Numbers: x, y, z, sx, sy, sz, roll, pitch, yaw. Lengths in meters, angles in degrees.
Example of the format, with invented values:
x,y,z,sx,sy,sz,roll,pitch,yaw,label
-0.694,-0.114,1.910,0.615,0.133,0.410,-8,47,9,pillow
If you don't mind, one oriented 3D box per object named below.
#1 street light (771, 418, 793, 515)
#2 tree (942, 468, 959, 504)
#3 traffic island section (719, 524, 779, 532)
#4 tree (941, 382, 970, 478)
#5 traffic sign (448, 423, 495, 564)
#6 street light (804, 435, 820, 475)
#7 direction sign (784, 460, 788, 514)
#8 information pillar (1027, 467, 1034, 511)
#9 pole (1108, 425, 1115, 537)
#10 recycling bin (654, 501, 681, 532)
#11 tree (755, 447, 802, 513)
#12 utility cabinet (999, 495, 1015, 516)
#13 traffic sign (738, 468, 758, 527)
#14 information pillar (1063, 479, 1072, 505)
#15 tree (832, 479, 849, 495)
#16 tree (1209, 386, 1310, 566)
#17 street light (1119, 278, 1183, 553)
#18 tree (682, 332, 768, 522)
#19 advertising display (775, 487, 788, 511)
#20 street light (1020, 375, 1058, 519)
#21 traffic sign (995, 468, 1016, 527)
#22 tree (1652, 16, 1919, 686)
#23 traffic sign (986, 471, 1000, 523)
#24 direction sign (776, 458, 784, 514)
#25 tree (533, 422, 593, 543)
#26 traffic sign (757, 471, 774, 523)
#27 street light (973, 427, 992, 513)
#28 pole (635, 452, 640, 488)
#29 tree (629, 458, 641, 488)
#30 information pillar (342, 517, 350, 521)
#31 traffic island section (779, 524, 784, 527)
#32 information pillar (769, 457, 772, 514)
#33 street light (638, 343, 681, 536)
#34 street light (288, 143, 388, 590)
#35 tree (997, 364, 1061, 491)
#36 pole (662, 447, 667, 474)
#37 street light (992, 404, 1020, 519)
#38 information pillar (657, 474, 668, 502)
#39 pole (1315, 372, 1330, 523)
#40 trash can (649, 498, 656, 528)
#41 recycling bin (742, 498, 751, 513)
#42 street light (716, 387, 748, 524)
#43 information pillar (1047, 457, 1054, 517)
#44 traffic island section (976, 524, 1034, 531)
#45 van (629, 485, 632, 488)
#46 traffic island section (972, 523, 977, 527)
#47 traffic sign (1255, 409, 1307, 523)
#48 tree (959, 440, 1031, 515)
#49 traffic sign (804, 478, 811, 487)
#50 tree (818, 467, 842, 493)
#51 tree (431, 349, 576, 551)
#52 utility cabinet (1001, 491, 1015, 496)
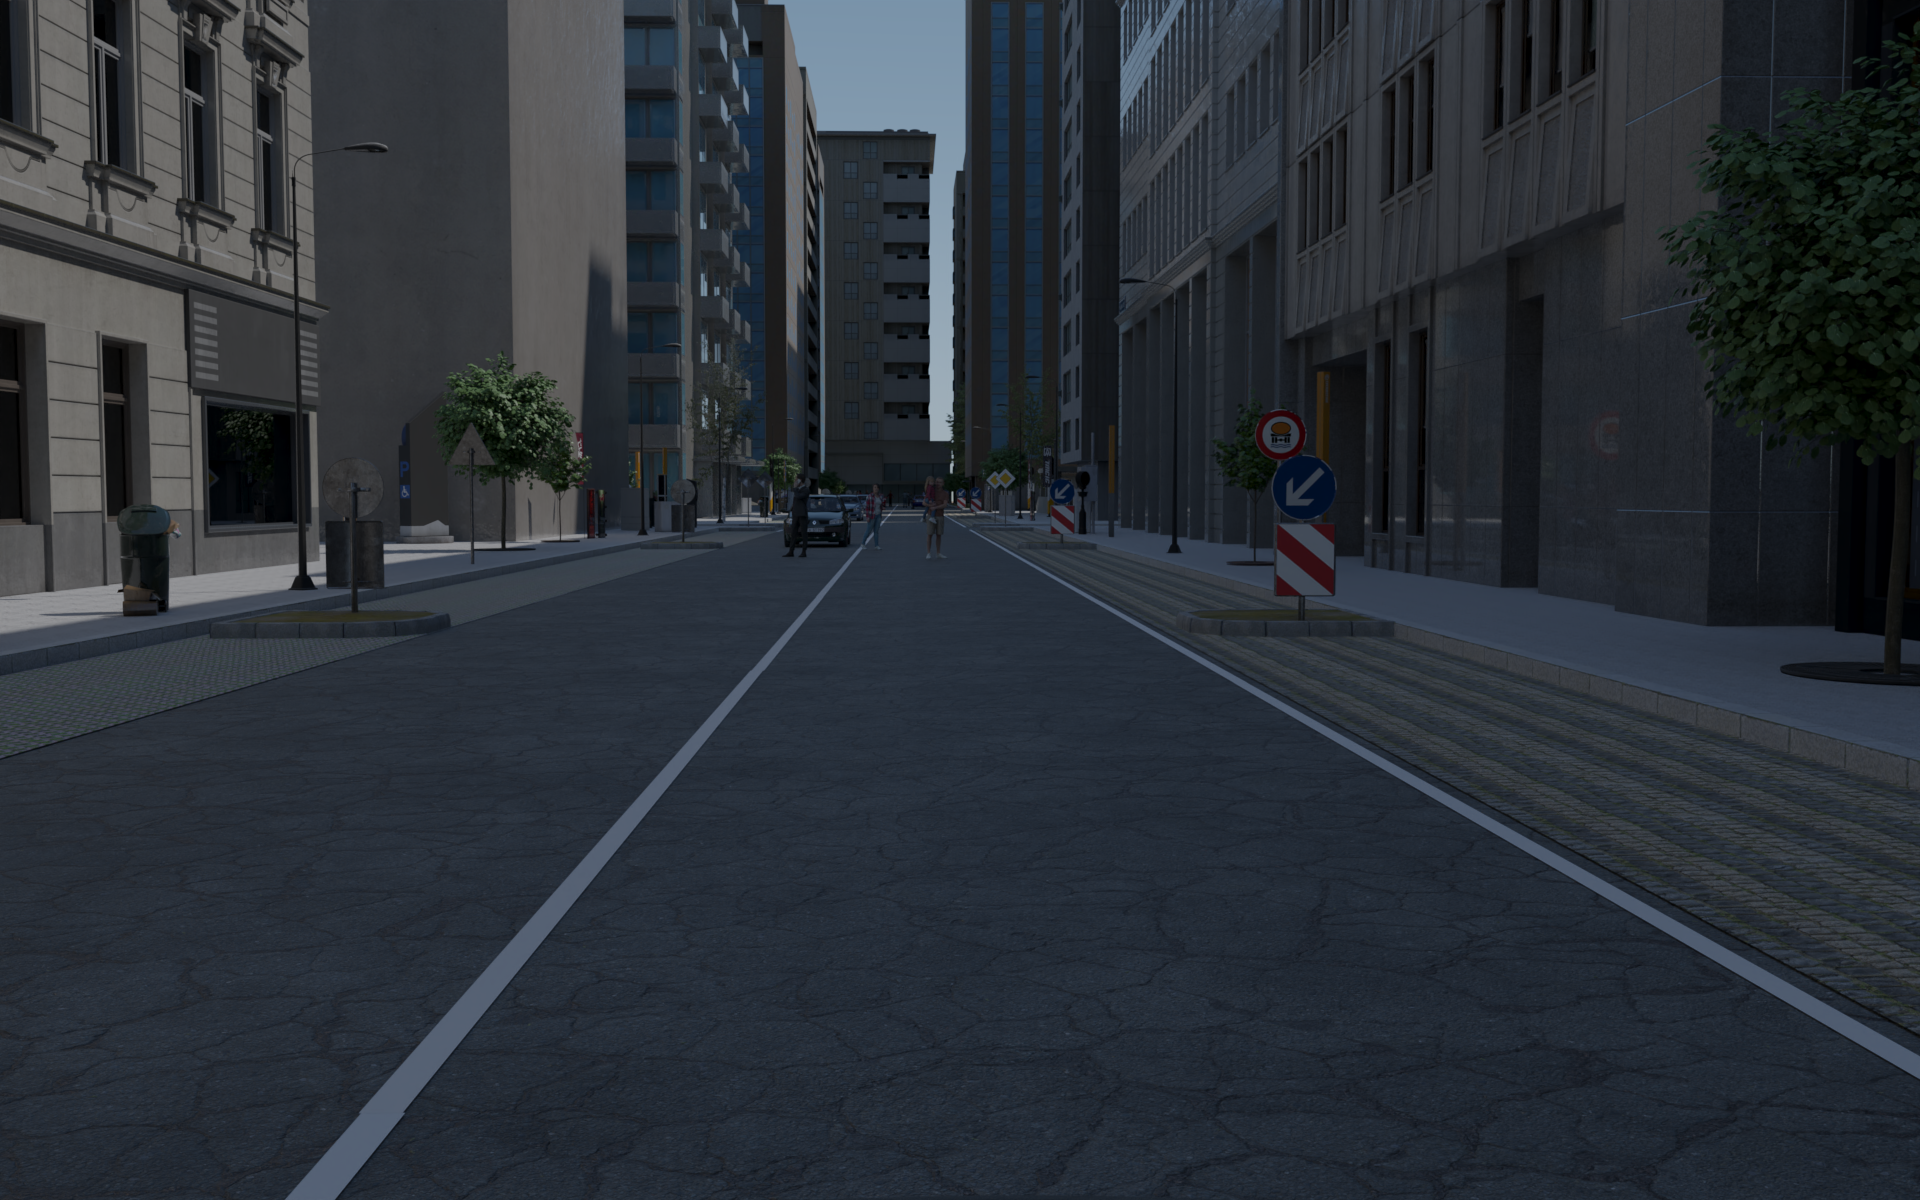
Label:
x,y,z,sx,sy,sz,roll,pitch,yaw,label
-10.902,-8.166,106.047,1.470,5.913,1.316,0,4,-2,street light
0.670,-11.557,172.676,4.285,4.588,4.351,0,3,0,tree
-8.282,-2.774,67.643,2.009,0.180,2.903,0,4,-2,traffic island section
1.851,-14.639,157.467,7.486,12.596,7.792,0,3,0,tree
-8.917,-1.934,31.619,0.884,2.594,0.081,0,4,5,traffic sign
-11.725,-10.030,136.537,1.470,5.913,1.316,0,4,-2,street light
-11.551,-7.472,114.170,0.379,3.537,0.876,0,4,3,direction sign
5.339,-8.525,130.738,0.504,3.616,0.183,-1,4,-13,information pillar
4.509,-3.528,51.529,0.158,3.312,0.155,0,3,0,pole
-9.895,-2.819,58.646,0.722,1.027,0.722,-2,4,-29,recycling bin
-12.522,-8.310,119.575,4.285,4.588,4.351,0,3,0,tree
2.754,-5.536,101.677,1.020,1.237,0.306,3,5,43,utility cabinet
-8.259,-3.911,67.582,0.795,2.450,0.064,0,4,-2,traffic sign
5.162,-4.823,83.342,0.304,2.012,0.304,-3,4,-37,information pillar
-15.224,-14.148,225.926,1.663,3.219,1.824,0,3,0,tree
5.241,-2.250,31.388,1.663,3.219,1.824,0,3,0,tree
4.111,-3.965,37.375,1.470,5.913,1.316,0,4,-2,street light
-10.851,-7.890,79.370,4.360,8.622,3.978,0,3,0,tree
-13.247,-7.546,128.596,0.974,1.923,0.123,1,4,17,advertising display
3.248,-5.830,67.864,1.470,5.913,1.316,0,4,-2,street light
1.782,-3.928,67.869,0.795,2.450,0.064,0,4,-2,traffic sign
6.503,-1.733,12.053,4.285,4.588,4.351,0,3,0,tree
1.537,-4.416,75.850,0.795,2.450,0.064,0,4,-2,traffic sign
-11.587,-7.252,110.568,0.379,3.537,0.876,0,4,-8,direction sign
-10.541,-3.152,46.133,1.663,3.219,1.824,0,3,0,tree
-8.504,-4.399,75.563,0.795,2.450,0.064,0,4,-2,traffic sign
1.584,-9.000,119.694,1.470,5.913,1.316,0,4,-2,street light
-15.541,-5.487,83.563,0.158,3.312,0.155,0,3,0,pole
-15.338,-5.083,77.707,1.663,3.219,1.824,0,3,0,tree
-14.854,-2.301,42.107,0.304,2.012,0.304,-2,4,-24,information pillar
-8.527,-3.263,75.624,2.009,0.180,2.903,0,4,-2,traffic island section
-12.041,-7.291,110.567,0.183,3.616,0.504,1,4,12,information pillar
-9.292,-4.953,53.529,1.470,5.913,1.316,0,4,-2,street light
-8.263,-3.089,23.045,1.470,5.913,1.316,0,4,-2,street light
4.328,-9.080,98.816,4.737,8.622,4.395,0,3,0,tree
-12.906,-5.012,75.785,0.158,3.312,0.155,0,3,0,pole
2.561,-7.124,89.025,1.470,5.913,1.316,0,4,-2,street light
-10.921,-3.615,63.591,0.304,2.012,0.304,0,4,5,information pillar
6.067,-2.150,28.989,0.158,3.312,0.155,0,3,0,pole
-11.809,-3.274,65.180,0.748,1.137,0.748,0,3,0,trash can
-14.378,-6.281,115.254,0.722,1.027,0.722,-3,5,-41,recycling bin
-9.918,-6.287,75.338,1.470,5.913,1.316,0,4,-2,street light
5.051,-6.413,96.213,0.504,3.616,0.183,-3,5,-44,information pillar
1.805,-2.793,67.947,2.009,0.180,2.903,0,4,-2,traffic island section
-15.345,-3.905,70.857,4.112,2.044,2.013,0,4,-3,van
1.560,-3.281,75.928,2.009,0.180,2.903,0,4,-2,traffic island section
4.818,-1.589,26.092,0.768,2.556,0.104,0,4,4,traffic sign
2.897,-7.861,112.248,4.285,4.588,4.351,0,3,0,tree
-12.024,-8.254,135.057,0.768,2.556,0.104,0,4,1,traffic sign
-15.781,-13.670,207.225,4.285,4.588,4.351,0,3,0,tree
-10.407,-3.405,39.381,4.285,4.588,4.351,0,3,0,tree
3.266,-6.664,117.643,0.318,1.500,1.173,-3,5,-39,utility cabinet
